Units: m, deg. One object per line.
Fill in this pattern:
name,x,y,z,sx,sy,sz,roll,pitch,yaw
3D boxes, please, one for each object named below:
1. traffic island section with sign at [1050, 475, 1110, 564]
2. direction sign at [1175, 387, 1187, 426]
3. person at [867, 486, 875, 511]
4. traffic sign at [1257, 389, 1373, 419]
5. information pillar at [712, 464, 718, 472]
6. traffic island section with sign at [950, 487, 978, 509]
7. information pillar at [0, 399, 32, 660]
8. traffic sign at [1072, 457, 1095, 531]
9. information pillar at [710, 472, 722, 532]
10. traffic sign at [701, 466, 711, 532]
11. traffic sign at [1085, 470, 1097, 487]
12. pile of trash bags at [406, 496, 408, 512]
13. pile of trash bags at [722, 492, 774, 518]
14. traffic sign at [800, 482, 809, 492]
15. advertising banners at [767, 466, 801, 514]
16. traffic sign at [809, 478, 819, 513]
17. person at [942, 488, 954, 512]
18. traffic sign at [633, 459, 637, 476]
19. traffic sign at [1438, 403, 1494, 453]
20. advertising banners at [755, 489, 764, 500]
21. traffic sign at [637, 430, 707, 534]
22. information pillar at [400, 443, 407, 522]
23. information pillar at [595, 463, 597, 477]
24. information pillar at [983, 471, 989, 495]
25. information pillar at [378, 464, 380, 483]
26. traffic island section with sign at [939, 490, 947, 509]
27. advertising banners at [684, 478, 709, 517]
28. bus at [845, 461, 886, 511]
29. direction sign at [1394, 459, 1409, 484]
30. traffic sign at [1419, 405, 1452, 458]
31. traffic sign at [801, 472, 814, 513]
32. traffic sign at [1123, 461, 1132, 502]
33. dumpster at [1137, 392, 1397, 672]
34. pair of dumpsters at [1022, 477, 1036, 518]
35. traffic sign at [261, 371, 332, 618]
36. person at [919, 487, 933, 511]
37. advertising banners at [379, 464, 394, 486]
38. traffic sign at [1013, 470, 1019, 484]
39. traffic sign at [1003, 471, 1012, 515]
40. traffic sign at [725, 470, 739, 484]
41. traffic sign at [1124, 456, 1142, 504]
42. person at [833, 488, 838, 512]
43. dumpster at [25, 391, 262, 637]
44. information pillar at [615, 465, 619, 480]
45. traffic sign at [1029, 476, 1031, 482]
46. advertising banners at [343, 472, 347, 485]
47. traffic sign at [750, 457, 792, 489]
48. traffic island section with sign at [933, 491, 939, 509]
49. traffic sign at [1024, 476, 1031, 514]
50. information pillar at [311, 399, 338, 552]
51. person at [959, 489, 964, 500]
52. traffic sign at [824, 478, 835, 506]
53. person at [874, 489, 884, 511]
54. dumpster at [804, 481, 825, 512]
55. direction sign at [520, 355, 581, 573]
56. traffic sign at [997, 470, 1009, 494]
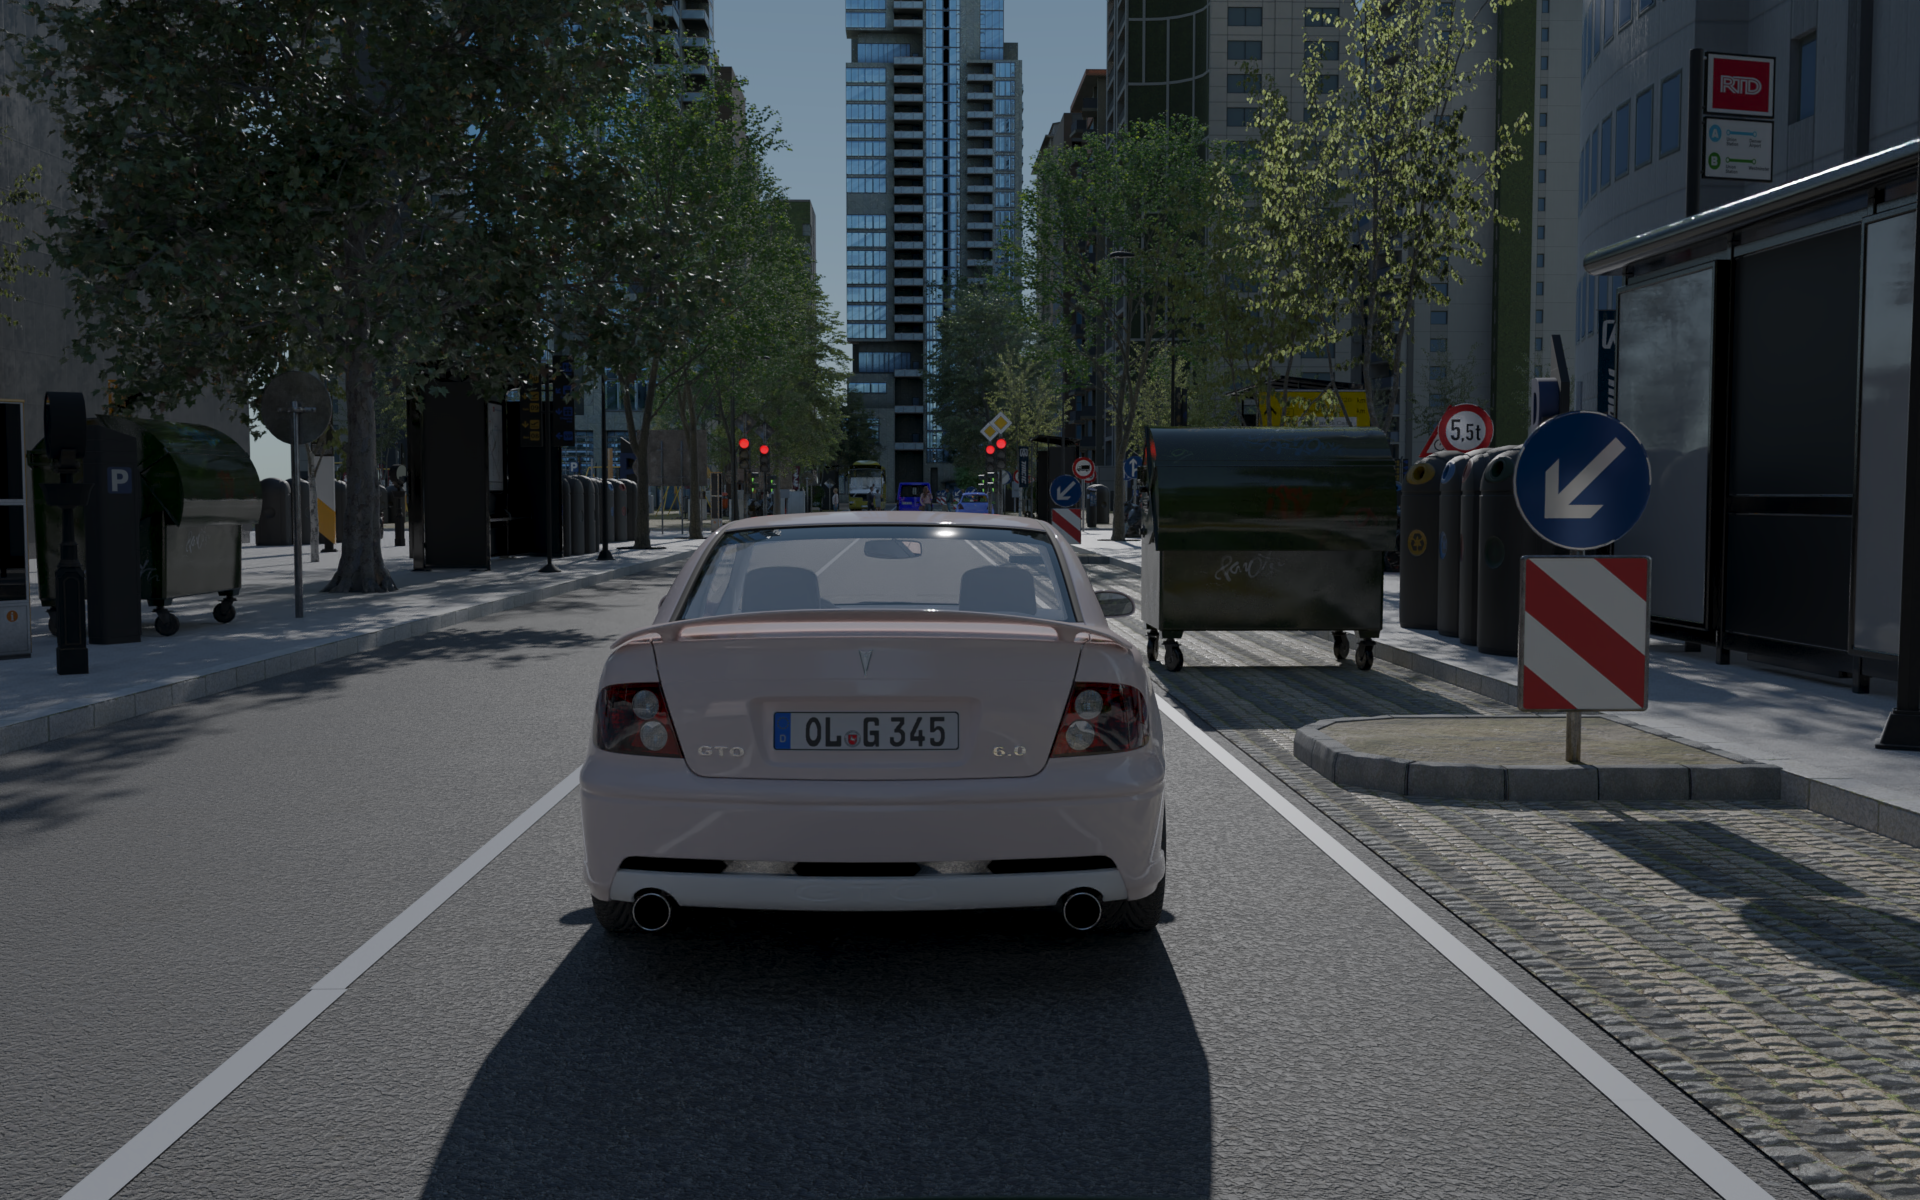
traffic island section with sign,2.043,-1.690,36.259,1.989,1.847,2.006,0,4,-2
direction sign,4.718,-2.754,37.020,0.379,3.537,0.876,1,4,23
person,-4.752,-5.223,93.672,0.755,1.850,0.659,2,4,30
traffic sign,6.881,-2.437,33.719,2.265,3.308,0.079,0,4,-1
information pillar,-18.831,-8.672,133.139,0.504,3.616,0.183,3,4,38
traffic island section with sign,0.478,-5.084,91.754,1.989,1.847,2.006,0,4,-2
information pillar,-7.466,-0.548,13.450,0.304,2.012,0.304,2,4,31
traffic sign,4.227,-3.623,59.338,0.768,2.556,0.104,0,4,1
information pillar,-8.175,-3.280,58.120,0.304,2.012,0.304,1,4,16
traffic sign,-8.765,-3.592,58.732,0.884,2.594,0.081,0,4,-1
traffic sign,5.929,-4.886,79.996,0.768,2.556,0.104,0,4,7
pile of trash bags,-39.923,-6.846,121.687,3.447,1.369,1.912,2,4,32
pile of trash bags,-10.805,-4.732,87.117,3.447,1.369,1.912,-1,4,-23
traffic sign,-11.458,-7.810,127.693,0.884,2.594,0.081,0,4,3
advertising banners,-10.869,-6.783,107.094,2.074,3.025,0.090,0,4,6
traffic sign,-9.234,-6.590,107.747,0.884,2.594,0.081,0,4,0
person,-0.777,-6.173,109.410,0.713,1.824,0.794,1,4,23
traffic sign,-10.609,-3.547,58.099,0.768,2.556,0.104,0,4,8
traffic sign,7.093,-1.484,24.378,0.768,2.556,0.104,0,4,5
advertising banners,-14.656,-8.122,128.974,2.074,3.025,0.090,0,4,8
traffic sign,-9.144,-3.738,54.987,2.265,3.308,0.079,0,4,5
information pillar,-25.500,-5.382,79.356,0.183,3.616,0.504,0,4,-2
information pillar,-27.115,-8.421,129.039,0.183,3.616,0.504,0,4,-1
information pillar,1.974,-8.390,128.527,0.504,3.616,0.183,-1,4,-21
information pillar,-45.252,-8.785,134.982,0.183,3.616,0.504,-2,4,-23
traffic island section with sign,-0.287,-6.732,118.699,1.989,1.847,2.006,0,4,-2
advertising banners,-13.735,-5.858,91.974,2.074,3.025,0.090,0,4,-3
bus,-6.973,-8.516,130.776,2.896,3.916,12.252,0,4,-1
direction sign,28.273,-7.280,111.022,0.876,3.537,0.379,1,4,21
traffic sign,7.125,-1.546,25.279,0.884,2.594,0.081,0,4,1
traffic sign,-8.746,-6.061,99.208,0.768,2.556,0.104,0,4,3
traffic sign,6.317,-4.026,65.923,0.768,2.556,0.104,0,4,5
dumpster,2.473,-0.573,14.324,1.985,2.255,1.502,0,4,-2
pair of dumpsters,4.256,-5.619,94.371,1.574,2.255,4.437,0,4,-2
traffic sign,-6.856,-1.088,17.894,0.768,2.556,0.104,0,4,6
person,-1.532,-3.967,73.947,0.593,1.750,0.643,-2,4,-33
advertising banners,-33.868,-6.508,102.596,0.090,3.025,2.074,1,4,11
traffic sign,3.085,-5.388,88.199,0.768,2.556,0.104,0,4,0
traffic sign,2.429,-5.736,93.887,0.768,2.556,0.104,0,4,6
traffic sign,-12.000,-5.574,91.234,0.768,2.556,0.104,0,4,4
traffic sign,5.863,-3.544,58.046,0.768,2.556,0.104,0,4,6
person,-6.366,-4.948,90.066,0.598,1.740,0.731,-2,4,-24
dumpster,-7.671,-0.844,16.296,1.502,2.255,1.985,0,4,-2
information pillar,-27.159,-8.915,137.114,0.183,3.616,0.504,-2,4,-33
traffic sign,4.848,-7.293,119.339,0.768,2.556,0.104,0,4,7
advertising banners,-49.859,-8.702,138.471,2.074,3.025,0.090,-1,4,-22
traffic sign,-10.263,-6.135,94.176,2.265,3.308,0.079,0,4,1
traffic island section with sign,-1.694,-9.785,168.618,1.989,1.847,2.006,0,4,-2
traffic sign,4.129,-6.762,110.657,0.768,2.556,0.104,0,4,5
information pillar,-14.023,-2.863,38.161,0.504,3.616,0.183,-1,4,-9
person,0.212,-6.601,116.849,0.576,1.772,0.534,0,4,-5
traffic sign,-9.270,-7.472,123.345,0.795,2.450,0.064,0,4,4
person,-5.752,-7.011,123.495,0.716,1.782,0.532,0,4,1
dumpster,-10.514,-7.501,125.130,1.502,2.255,1.985,0,4,-2
direction sign,-6.740,-2.223,28.344,0.876,3.537,0.379,0,4,-4
traffic sign,2.237,-5.622,92.029,0.768,2.556,0.104,0,4,4
